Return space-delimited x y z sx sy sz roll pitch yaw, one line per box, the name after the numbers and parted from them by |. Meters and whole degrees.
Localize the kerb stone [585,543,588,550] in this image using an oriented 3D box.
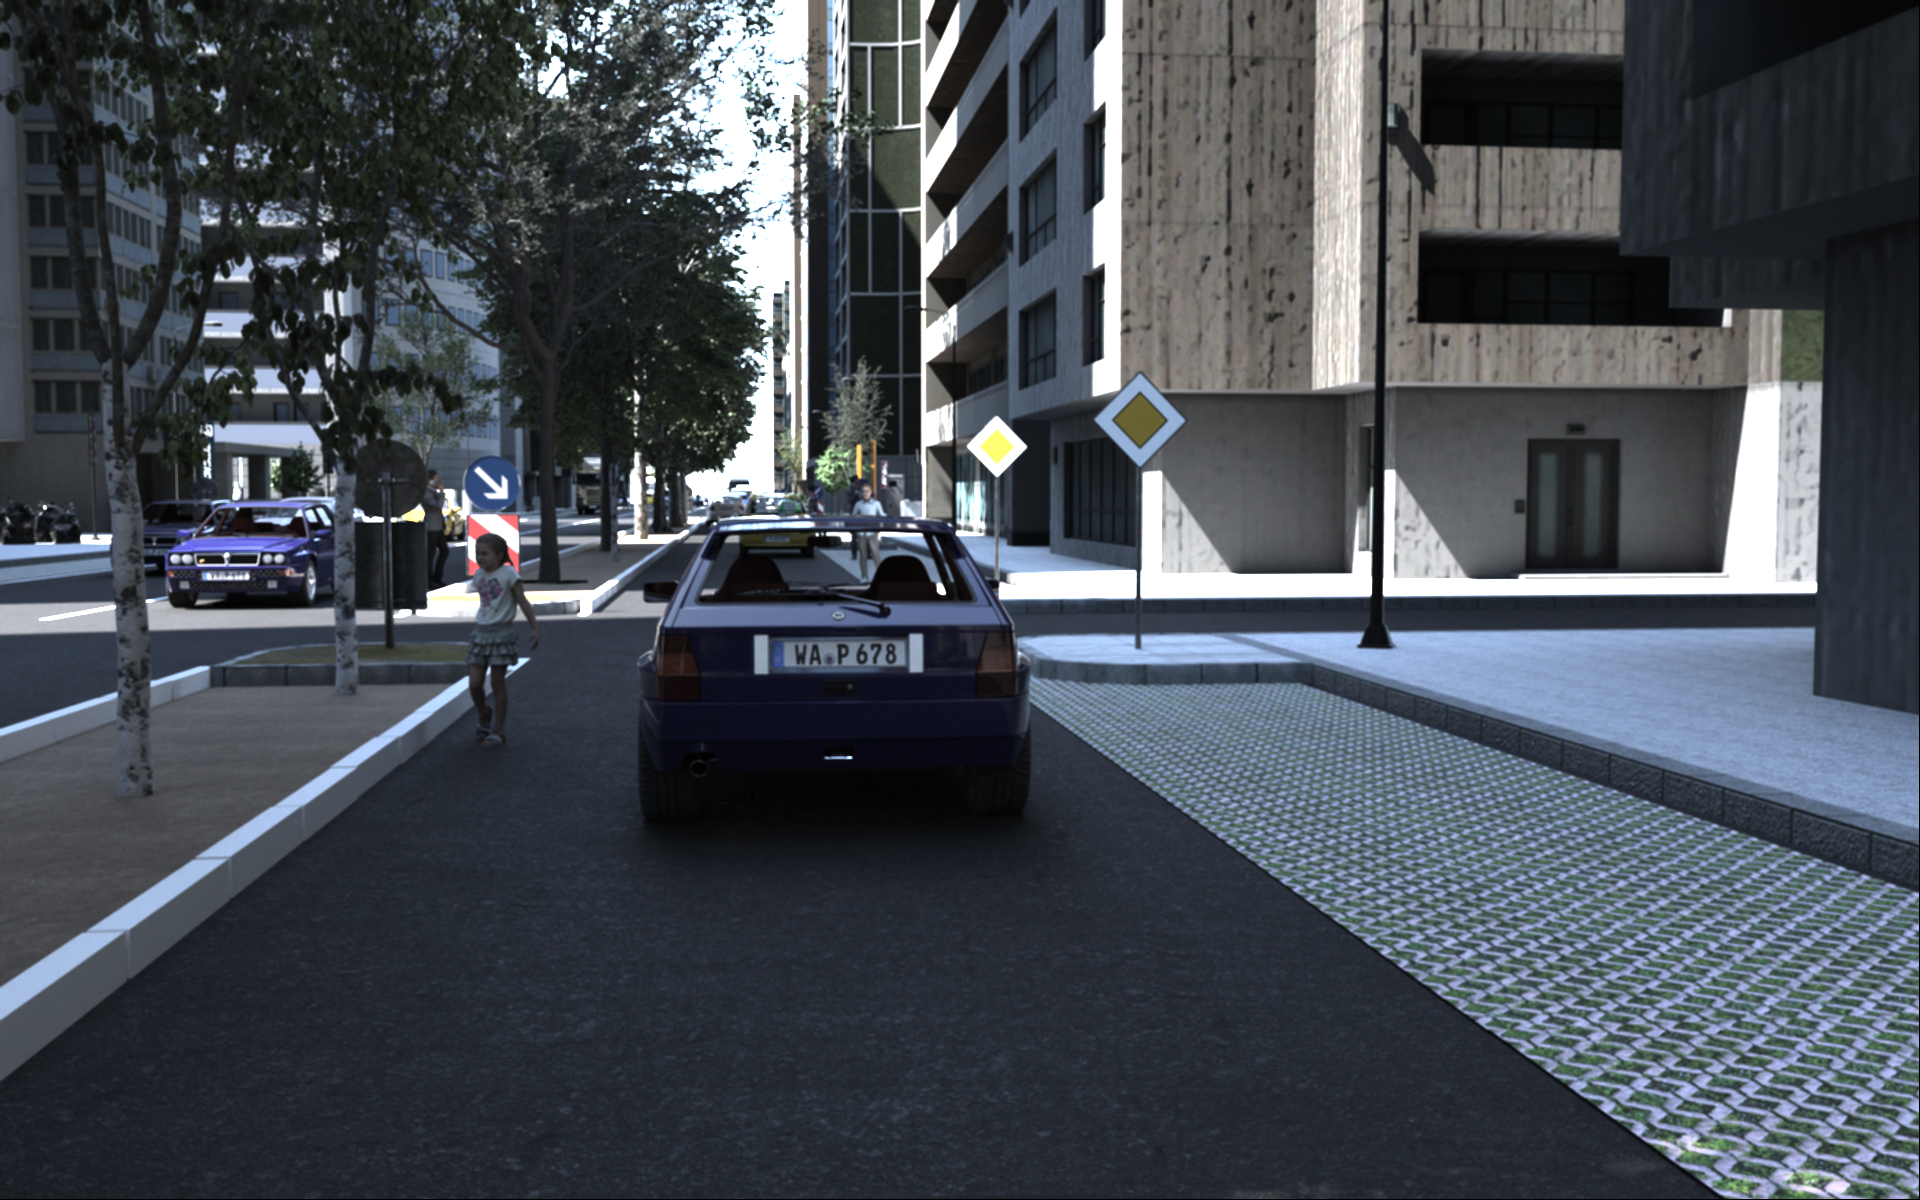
-9.497 -1.302 43.482 0.120 0.150 1.000 0 4 -7 | kerb stone

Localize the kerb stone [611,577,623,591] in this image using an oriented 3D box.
-5.092 -0.200 25.459 0.120 0.150 1.000 0 4 -7 | kerb stone

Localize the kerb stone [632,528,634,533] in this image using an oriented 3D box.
-11.811 -2.422 61.788 0.120 0.150 1.000 0 4 -7 | kerb stone

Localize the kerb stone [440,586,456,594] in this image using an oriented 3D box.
-6.916 -0.056 23.152 0.120 0.150 1.000 0 4 -7 | kerb stone

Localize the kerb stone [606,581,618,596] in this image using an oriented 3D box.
-4.963 -0.135 24.443 0.120 0.150 1.000 0 4 -7 | kerb stone

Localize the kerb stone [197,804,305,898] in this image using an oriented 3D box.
-2.702 0.953 6.620 0.120 0.150 1.000 0 4 -7 | kerb stone

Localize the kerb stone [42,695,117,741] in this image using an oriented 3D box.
-5.309 0.722 10.417 0.120 0.150 1.000 0 4 -7 | kerb stone

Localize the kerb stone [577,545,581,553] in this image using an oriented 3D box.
-9.239 -1.170 41.449 0.120 0.150 1.000 0 4 -7 | kerb stone

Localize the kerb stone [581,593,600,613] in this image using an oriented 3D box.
-4.575 0.049 21.389 0.120 0.150 1.000 0 4 -7 | kerb stone

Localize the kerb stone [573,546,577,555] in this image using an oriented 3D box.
-9.105 -1.114 40.435 0.120 0.150 1.000 0 4 -7 | kerb stone

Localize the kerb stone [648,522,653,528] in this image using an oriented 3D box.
-13.886 -3.415 78.073 0.120 0.150 1.000 0 4 -7 | kerb stone

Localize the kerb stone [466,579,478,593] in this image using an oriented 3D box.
-7.180 -0.179 25.199 0.120 0.150 1.000 0 4 -7 | kerb stone

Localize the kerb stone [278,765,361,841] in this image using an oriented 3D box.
-2.827 0.892 7.635 0.120 0.150 1.000 0 4 -7 | kerb stone

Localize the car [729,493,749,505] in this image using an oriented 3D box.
-14.452 -6.313 112.802 1.945 1.707 3.694 0 4 -8 | car

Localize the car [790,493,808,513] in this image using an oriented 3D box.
-10.422 -6.069 108.032 1.959 1.807 4.718 -1 4 -9 | car

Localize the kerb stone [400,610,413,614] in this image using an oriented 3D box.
-6.664 0.070 21.110 0.120 0.150 1.000 0 4 -7 | kerb stone

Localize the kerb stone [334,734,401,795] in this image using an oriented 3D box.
-2.964 0.828 8.651 0.120 0.150 1.000 0 4 -7 | kerb stone

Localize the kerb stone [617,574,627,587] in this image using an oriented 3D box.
-5.222 -0.262 26.473 0.120 0.150 1.000 0 4 -7 | kerb stone

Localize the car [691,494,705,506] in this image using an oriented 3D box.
-31.479 -12.047 206.762 2.009 1.686 4.222 0 4 -7 | car

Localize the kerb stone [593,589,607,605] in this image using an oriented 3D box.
-4.705 -0.011 22.407 0.120 0.150 1.000 0 4 -7 | kerb stone

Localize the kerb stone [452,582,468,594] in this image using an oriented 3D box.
-7.047 -0.121 24.174 0.120 0.150 1.000 0 4 -7 | kerb stone

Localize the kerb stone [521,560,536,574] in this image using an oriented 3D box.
-8.074 -0.618 32.306 0.120 0.150 1.000 0 4 -7 | kerb stone

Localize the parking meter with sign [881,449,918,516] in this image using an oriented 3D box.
-2.514 -4.317 66.846 1.738 3.016 0.543 0 4 1 | parking meter with sign

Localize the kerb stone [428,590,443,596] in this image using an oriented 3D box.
-6.781 0.004 22.128 0.120 0.150 1.000 0 4 -7 | kerb stone

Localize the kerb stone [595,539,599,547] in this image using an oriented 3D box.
-9.877 -1.488 46.526 0.120 0.150 1.000 0 4 -7 | kerb stone

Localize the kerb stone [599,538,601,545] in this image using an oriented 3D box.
-10.013 -1.548 47.549 0.120 0.150 1.000 0 4 -7 | kerb stone

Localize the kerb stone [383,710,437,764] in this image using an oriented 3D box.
-3.082 0.767 9.667 0.120 0.150 1.000 0 4 -7 | kerb stone

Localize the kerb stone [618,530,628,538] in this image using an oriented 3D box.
-11.430 -2.235 58.743 0.120 0.150 1.000 0 4 -7 | kerb stone

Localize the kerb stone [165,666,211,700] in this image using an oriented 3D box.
-5.553 0.600 12.450 0.120 0.150 1.000 0 4 -7 | kerb stone

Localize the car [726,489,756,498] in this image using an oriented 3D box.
-15.261 -6.887 121.283 2.281 1.827 5.304 0 4 -7 | car

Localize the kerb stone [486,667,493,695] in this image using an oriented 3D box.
-3.473 0.584 12.713 0.120 0.150 1.000 0 4 -7 | kerb stone

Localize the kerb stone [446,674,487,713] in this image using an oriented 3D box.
-3.351 0.642 11.698 0.120 0.150 1.000 0 4 -7 | kerb stone

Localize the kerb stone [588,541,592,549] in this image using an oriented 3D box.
-9.620 -1.364 44.497 0.120 0.150 1.000 0 4 -7 | kerb stone

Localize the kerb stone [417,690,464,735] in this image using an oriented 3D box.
-3.216 0.704 10.683 0.120 0.150 1.000 0 4 -7 | kerb stone

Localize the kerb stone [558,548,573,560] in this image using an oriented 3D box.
-8.976 -1.052 39.417 0.120 0.150 1.000 0 4 -7 | kerb stone

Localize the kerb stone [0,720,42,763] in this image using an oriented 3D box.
-5.174 0.782 9.404 0.120 0.150 1.000 0 4 -7 | kerb stone

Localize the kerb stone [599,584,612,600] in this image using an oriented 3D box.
-4.836 -0.075 23.429 0.120 0.150 1.000 0 4 -7 | kerb stone

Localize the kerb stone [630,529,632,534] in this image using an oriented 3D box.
-11.686 -2.360 60.774 0.120 0.150 1.000 0 4 -7 | kerb stone

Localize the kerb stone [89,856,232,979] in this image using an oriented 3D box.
-2.572 1.017 5.602 0.120 0.150 1.000 0 4 -7 | kerb stone

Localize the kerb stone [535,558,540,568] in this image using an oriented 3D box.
-8.208 -0.680 33.320 0.120 0.150 1.000 0 4 -7 | kerb stone

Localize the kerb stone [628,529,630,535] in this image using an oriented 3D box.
-11.559 -2.297 59.757 0.120 0.150 1.000 0 4 -7 | kerb stone

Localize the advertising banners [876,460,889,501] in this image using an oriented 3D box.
-4.445 -5.678 89.026 2.074 3.025 0.090 -3 5 -44 | advertising banners

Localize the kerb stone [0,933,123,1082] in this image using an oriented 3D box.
-2.447 1.079 4.587 0.120 0.150 1.000 0 4 -7 | kerb stone

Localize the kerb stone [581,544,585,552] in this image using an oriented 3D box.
-9.365 -1.240 42.469 0.120 0.150 1.000 0 4 -7 | kerb stone

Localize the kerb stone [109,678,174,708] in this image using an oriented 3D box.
-5.430 0.658 11.432 0.120 0.150 1.000 0 4 -7 | kerb stone

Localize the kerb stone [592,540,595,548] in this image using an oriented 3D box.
-9.755 -1.426 45.512 0.120 0.150 1.000 0 4 -7 | kerb stone
